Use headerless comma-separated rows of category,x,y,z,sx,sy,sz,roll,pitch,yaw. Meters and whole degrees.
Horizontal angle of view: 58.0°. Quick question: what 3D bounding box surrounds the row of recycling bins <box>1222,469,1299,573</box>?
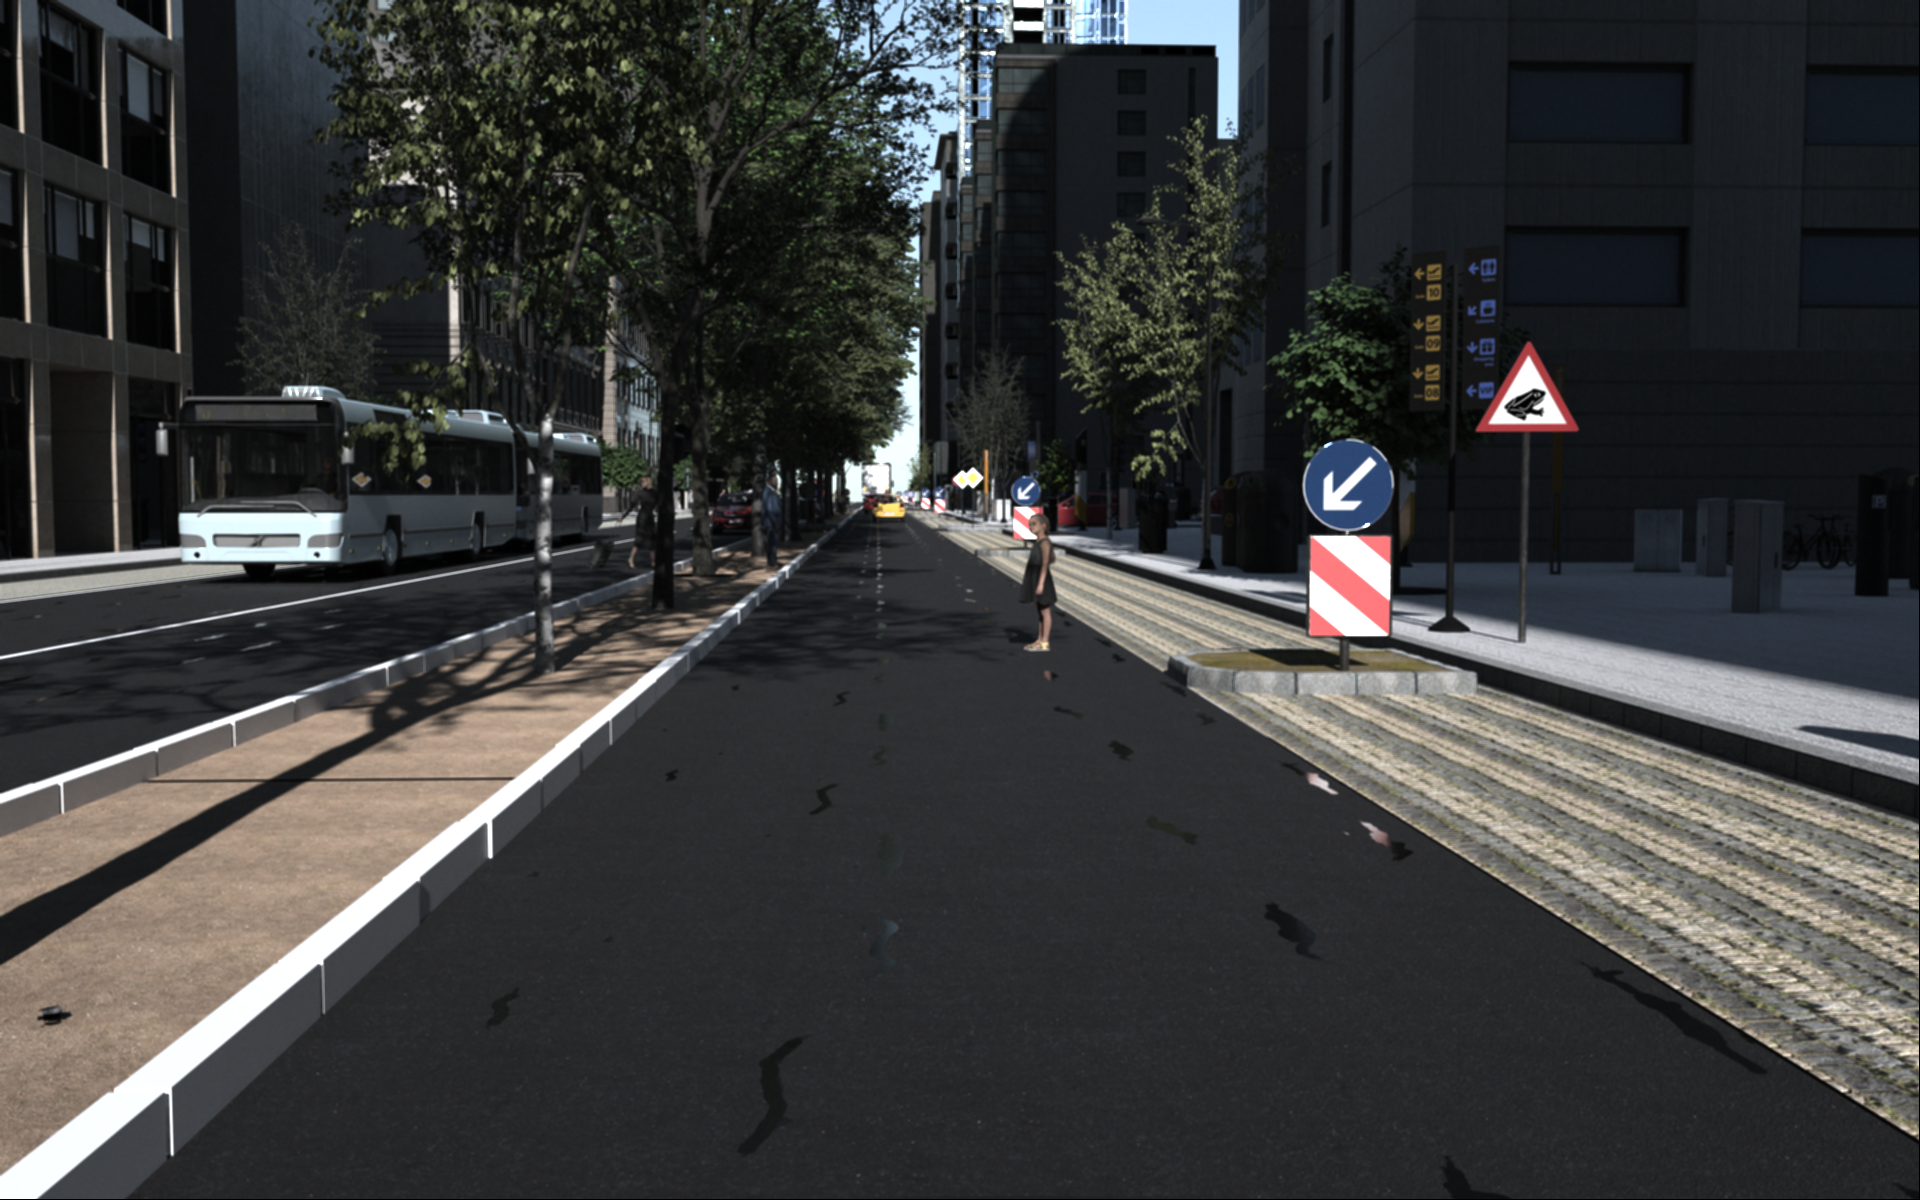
row of recycling bins,5.153,-1.379,29.660,1.069,1.692,3.534,0,4,1

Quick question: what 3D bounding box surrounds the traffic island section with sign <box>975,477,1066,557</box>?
traffic island section with sign,1.363,-1.933,40.236,1.989,1.847,2.006,0,4,-3

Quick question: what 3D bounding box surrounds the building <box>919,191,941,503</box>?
building,4.529,-39.642,271.851,21.300,48.544,21.600,0,4,-3

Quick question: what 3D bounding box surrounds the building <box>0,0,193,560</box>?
building,-27.575,-13.452,24.455,19.350,26.468,34.151,0,4,-3

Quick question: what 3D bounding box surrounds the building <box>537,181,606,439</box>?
building,-27.911,-16.229,101.498,11.583,22.565,21.152,0,4,-3

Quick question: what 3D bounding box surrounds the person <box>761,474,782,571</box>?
person,-3.518,-1.455,32.476,0.419,1.800,0.721,-1,4,-9

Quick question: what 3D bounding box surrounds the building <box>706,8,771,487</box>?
building,-41.136,-58.810,274.212,22.319,86.520,31.000,0,4,-3

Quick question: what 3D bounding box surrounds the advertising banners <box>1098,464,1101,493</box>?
advertising banners,8.096,-6.389,100.645,0.090,3.025,2.074,0,4,1

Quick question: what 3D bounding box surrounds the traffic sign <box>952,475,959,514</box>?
traffic sign,-0.143,-6.982,114.260,0.768,2.556,0.104,0,4,1

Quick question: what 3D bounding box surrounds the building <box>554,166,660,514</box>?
building,-28.737,-20.010,124.425,12.463,27.353,25.104,0,4,-3

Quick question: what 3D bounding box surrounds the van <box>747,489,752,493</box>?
van,-16.597,-8.170,140.582,2.013,2.044,4.112,0,4,-1

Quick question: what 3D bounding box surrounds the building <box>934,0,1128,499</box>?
building,8.511,-54.599,205.365,22.319,86.520,31.000,0,4,-3

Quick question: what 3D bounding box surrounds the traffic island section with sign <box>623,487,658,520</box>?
traffic island section with sign,-17.490,-5.270,94.799,1.989,1.847,2.006,0,4,-3

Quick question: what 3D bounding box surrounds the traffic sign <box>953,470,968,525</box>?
traffic sign,0.101,-4.231,72.826,0.795,2.450,0.064,0,4,-3

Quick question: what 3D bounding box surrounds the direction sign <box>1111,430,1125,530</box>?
direction sign,5.606,-4.250,61.486,0.379,3.537,0.876,3,4,36

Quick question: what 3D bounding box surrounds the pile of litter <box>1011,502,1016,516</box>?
pile of litter,3.269,-5.261,99.987,1.176,0.858,1.719,0,4,5

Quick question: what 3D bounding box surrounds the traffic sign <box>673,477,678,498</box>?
traffic sign,-21.007,-7.749,126.804,0.768,2.556,0.104,0,4,3

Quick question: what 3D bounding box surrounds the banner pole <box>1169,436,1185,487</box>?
banner pole,9.215,-5.149,74.206,0.863,3.779,0.401,1,4,16

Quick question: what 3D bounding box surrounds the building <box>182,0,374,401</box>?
building,-35.232,-14.387,54.287,30.058,24.678,14.314,0,4,-3

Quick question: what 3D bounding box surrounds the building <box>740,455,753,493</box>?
building,-39.562,-36.148,245.649,22.147,44.769,28.867,0,4,-3

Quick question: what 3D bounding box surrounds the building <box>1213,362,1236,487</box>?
building,28.730,-47.275,85.619,31.000,86.520,22.319,0,4,-3

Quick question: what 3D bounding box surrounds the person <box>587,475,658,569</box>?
person,-6.358,-1.503,33.285,1.509,1.804,0.699,1,4,22

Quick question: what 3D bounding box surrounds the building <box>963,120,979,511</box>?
building,7.873,-22.354,137.195,14.160,30.474,14.107,0,4,-3

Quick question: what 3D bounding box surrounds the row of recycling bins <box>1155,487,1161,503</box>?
row of recycling bins,12.320,-5.919,103.892,1.069,1.692,3.534,0,4,-5

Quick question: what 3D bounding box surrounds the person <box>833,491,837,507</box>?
person,-13.550,-11.046,189.198,1.348,1.812,0.705,-2,4,-24

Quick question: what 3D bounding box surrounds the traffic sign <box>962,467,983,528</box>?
traffic sign,0.483,-3.744,64.851,0.795,2.450,0.064,0,4,-3

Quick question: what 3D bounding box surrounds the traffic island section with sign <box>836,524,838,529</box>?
traffic island section with sign,-6.104,-3.922,72.268,2.006,1.907,1.989,0,4,-3

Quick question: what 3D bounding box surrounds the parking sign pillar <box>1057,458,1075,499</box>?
parking sign pillar,5.789,-6.595,96.306,1.447,3.967,1.447,1,4,21

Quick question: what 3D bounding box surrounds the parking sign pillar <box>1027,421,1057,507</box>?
parking sign pillar,2.721,-4.581,63.365,1.447,3.967,1.447,0,4,1

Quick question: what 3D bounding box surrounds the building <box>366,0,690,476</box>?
building,-39.508,-34.871,159.375,28.713,52.752,27.495,0,4,-3

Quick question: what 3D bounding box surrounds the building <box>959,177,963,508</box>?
building,6.804,-23.779,160.482,14.160,30.474,14.107,0,4,-3

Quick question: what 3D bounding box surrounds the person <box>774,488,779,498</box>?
person,-10.506,-5.470,97.732,0.655,1.846,0.447,1,4,22

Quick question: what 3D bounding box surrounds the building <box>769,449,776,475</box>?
building,-39.192,-39.635,298.146,14.600,45.320,14.200,0,4,-3

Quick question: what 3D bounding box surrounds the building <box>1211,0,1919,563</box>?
building,18.138,-30.764,44.992,21.231,58.520,28.212,0,4,-3

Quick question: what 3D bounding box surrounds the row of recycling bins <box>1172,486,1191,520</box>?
row of recycling bins,10.842,-4.809,85.733,1.069,1.692,3.534,0,4,4

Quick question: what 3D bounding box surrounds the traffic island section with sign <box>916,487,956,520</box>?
traffic island section with sign,-1.253,-5.283,95.006,1.989,1.847,2.006,0,4,-3

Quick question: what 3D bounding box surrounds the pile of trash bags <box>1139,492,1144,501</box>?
pile of trash bags,8.823,-5.252,95.622,3.447,1.369,1.912,3,5,44

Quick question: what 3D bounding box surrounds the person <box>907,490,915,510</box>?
person,-4.255,-8.793,152.127,0.709,1.838,0.599,2,4,27

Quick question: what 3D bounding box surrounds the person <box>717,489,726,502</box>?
person,-15.767,-6.497,115.077,0.716,1.782,0.532,-2,4,-26

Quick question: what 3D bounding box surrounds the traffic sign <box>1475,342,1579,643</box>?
traffic sign,4.847,-0.909,14.870,0.884,2.594,0.081,0,4,-1

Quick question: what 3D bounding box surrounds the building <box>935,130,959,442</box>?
building,11.085,-40.261,247.506,28.713,52.752,27.495,0,4,-3

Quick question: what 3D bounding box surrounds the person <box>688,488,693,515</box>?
person,-17.976,-6.627,116.689,0.795,1.843,0.661,3,4,38

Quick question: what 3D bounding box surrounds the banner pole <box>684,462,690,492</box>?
banner pole,-21.551,-8.956,136.455,0.401,3.779,0.863,2,4,33

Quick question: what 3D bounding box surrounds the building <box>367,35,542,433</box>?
building,-26.223,-14.231,81.830,9.793,20.994,18.267,0,4,-3

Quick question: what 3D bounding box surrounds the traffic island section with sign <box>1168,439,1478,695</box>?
traffic island section with sign,2.653,-0.282,13.234,1.989,1.847,2.006,0,4,-3

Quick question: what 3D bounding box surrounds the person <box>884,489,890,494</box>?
person,-5.456,-7.441,130.140,0.580,1.828,0.573,1,4,21

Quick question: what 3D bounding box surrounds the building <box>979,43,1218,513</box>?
building,8.956,-21.006,115.155,14.160,30.474,14.107,0,4,-3

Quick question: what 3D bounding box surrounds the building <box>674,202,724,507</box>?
building,-37.576,-32.630,188.118,22.147,44.769,28.867,0,4,-3

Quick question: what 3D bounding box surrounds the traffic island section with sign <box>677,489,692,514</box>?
traffic island section with sign,-18.785,-6.917,121.723,1.989,1.847,2.006,0,4,-3

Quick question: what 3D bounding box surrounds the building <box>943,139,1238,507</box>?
building,14.505,-29.829,179.588,32.217,40.220,23.993,0,4,-3

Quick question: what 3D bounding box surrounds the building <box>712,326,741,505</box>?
building,-34.273,-26.843,210.586,14.160,30.474,14.107,0,4,-3

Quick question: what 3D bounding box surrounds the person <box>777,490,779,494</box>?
person,-15.276,-8.304,144.692,0.534,1.772,0.576,-1,4,-19

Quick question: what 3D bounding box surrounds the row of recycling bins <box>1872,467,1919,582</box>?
row of recycling bins,15.645,-1.175,26.320,3.534,1.692,1.069,1,4,11

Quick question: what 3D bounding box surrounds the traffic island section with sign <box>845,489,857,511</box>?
traffic island section with sign,-9.709,-8.513,147.320,2.006,1.907,1.989,0,4,-3

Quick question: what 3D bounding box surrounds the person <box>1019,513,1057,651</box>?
person,0.712,-0.167,15.908,0.373,1.253,0.362,-1,4,-11

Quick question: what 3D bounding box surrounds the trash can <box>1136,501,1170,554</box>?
trash can,4.171,-1.577,37.441,0.748,1.137,0.748,0,3,0

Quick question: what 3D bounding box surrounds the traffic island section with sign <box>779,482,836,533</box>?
traffic island section with sign,-5.760,-3.470,64.869,2.006,1.907,1.989,0,4,-3

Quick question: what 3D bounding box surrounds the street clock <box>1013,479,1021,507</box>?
street clock,2.761,-4.734,81.976,0.358,2.002,0.471,-3,5,-41

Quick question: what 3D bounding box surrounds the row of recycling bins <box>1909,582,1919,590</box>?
row of recycling bins,14.515,-0.958,22.769,3.534,1.692,1.069,1,4,16

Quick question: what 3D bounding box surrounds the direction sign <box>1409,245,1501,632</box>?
direction sign,4.586,-1.476,16.131,0.876,3.537,0.379,3,5,42
